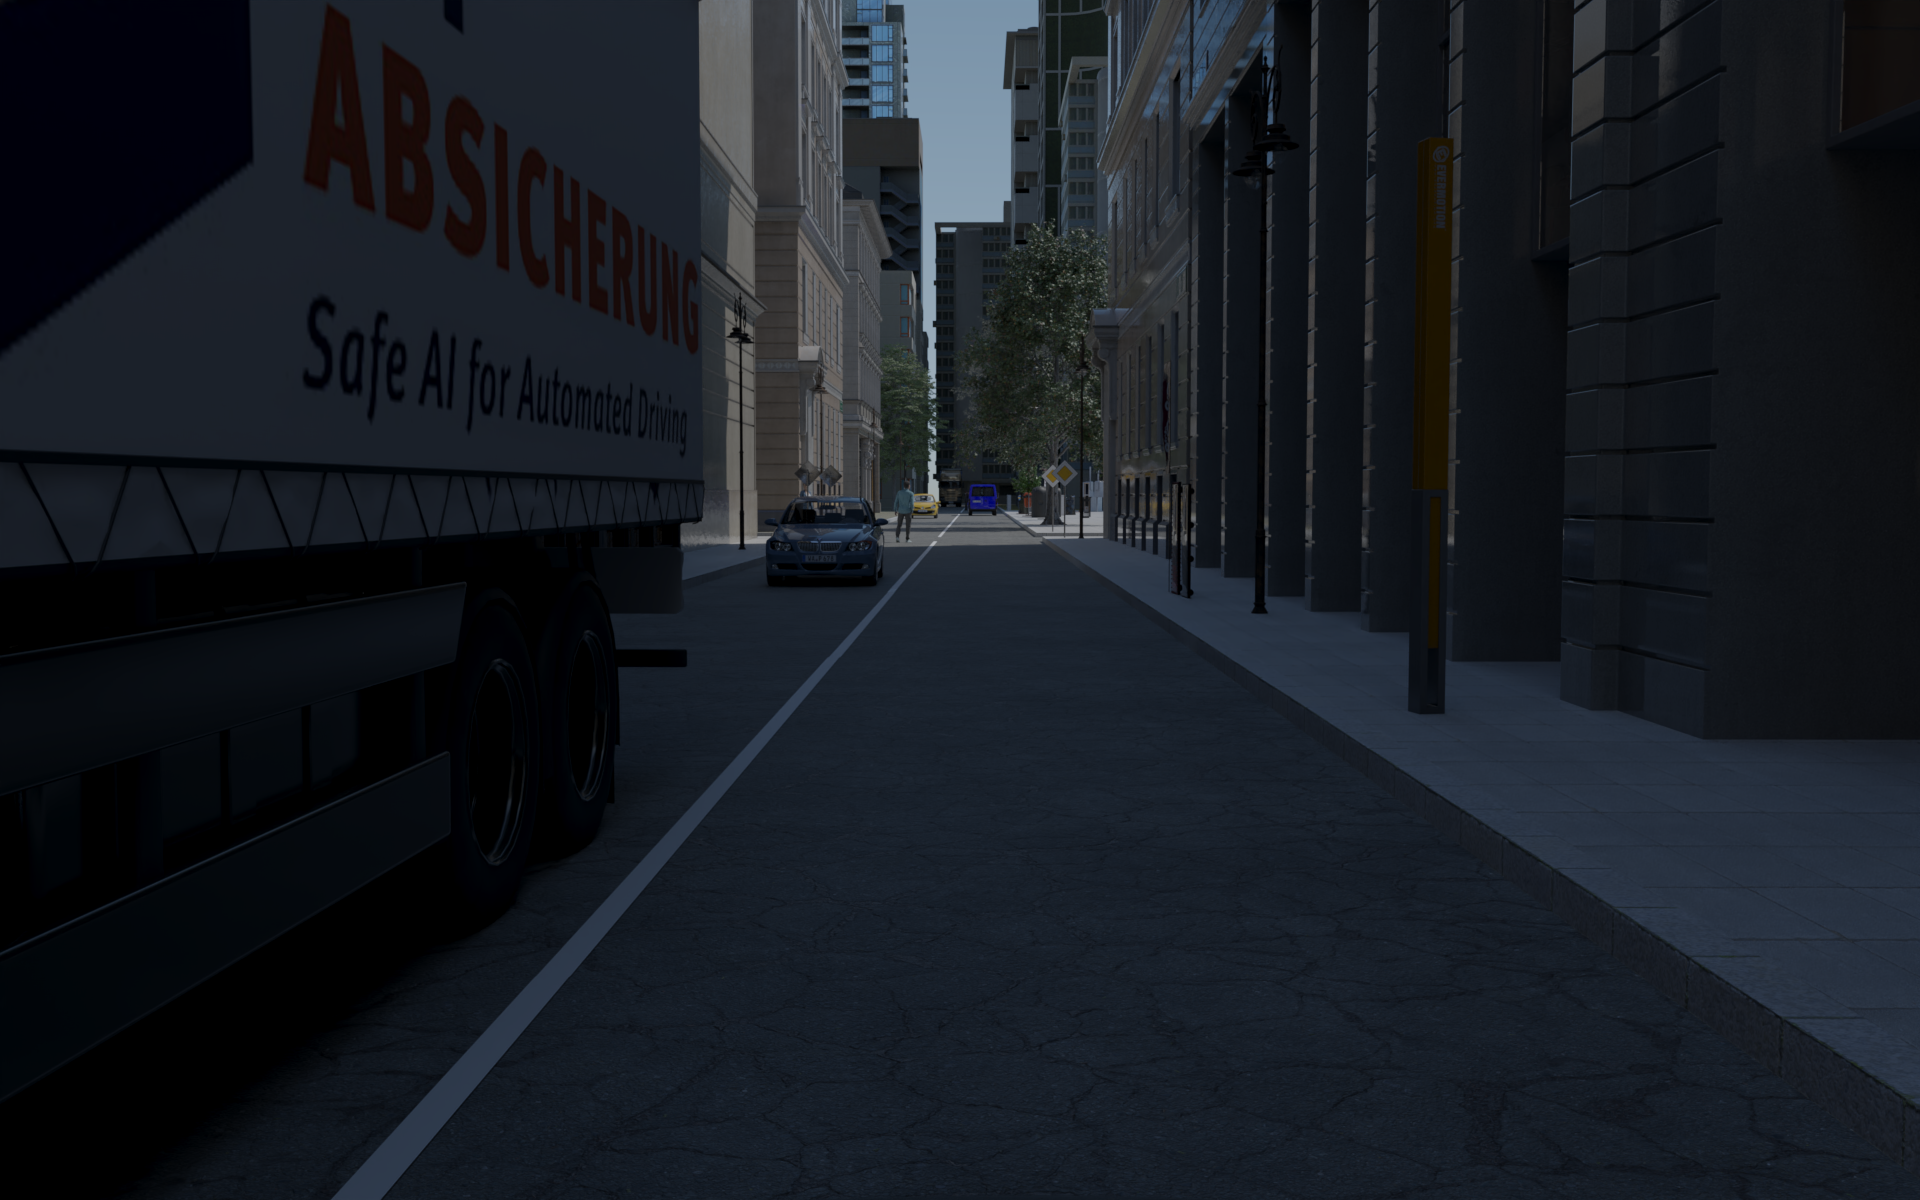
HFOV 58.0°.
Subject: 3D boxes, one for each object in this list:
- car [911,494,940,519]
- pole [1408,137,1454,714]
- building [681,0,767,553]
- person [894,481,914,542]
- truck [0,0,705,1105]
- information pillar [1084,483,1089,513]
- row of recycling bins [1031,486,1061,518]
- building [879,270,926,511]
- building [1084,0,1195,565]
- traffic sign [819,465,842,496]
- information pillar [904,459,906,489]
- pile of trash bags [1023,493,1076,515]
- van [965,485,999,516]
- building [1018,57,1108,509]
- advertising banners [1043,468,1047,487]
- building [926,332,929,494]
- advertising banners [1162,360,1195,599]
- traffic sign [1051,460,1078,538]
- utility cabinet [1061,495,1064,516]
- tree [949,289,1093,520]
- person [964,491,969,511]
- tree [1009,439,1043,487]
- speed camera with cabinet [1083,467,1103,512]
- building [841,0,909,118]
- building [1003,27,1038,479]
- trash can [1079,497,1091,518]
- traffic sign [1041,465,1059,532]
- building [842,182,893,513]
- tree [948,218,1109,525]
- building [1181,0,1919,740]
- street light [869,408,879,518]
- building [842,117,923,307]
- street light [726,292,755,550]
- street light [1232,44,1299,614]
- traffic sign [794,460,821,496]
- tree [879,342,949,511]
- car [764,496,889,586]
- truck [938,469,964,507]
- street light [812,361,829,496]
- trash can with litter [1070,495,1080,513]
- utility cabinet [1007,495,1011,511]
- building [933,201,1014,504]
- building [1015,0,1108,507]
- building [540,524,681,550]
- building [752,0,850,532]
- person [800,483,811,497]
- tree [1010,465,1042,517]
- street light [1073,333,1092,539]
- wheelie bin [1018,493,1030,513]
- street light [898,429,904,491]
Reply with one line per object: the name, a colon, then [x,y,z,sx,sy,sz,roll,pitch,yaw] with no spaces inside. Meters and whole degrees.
car: [-2.166,-5.648,102.575,2.015,1.641,3.980,0,4,0]
pole: [2.738,-0.992,10.067,0.158,3.312,0.155,0,3,0]
building: [-20.183,-12.794,42.469,30.059,22.955,16.112,0,4,1]
person: [-1.675,-2.616,51.291,0.660,1.820,0.620,1,4,17]
truck: [-2.756,-0.903,3.675,2.839,4.237,11.283,0,4,2]
information pillar: [8.468,-6.813,115.881,0.304,2.012,0.304,0,4,-6]
row of recycling bins: [4.714,-5.385,95.153,1.069,1.692,3.534,1,4,20]
building: [-17.392,-18.577,148.765,27.650,21.520,28.899,0,4,1]
building: [10.337,-15.554,40.213,13.634,28.700,20.117,0,4,1]
traffic sign: [-4.394,-3.380,58.906,0.795,2.450,0.064,0,4,1]
information pillar: [-3.691,-7.660,116.590,0.183,3.616,0.504,0,4,6]
pile of trash bags: [5.527,-5.923,106.596,3.447,1.369,1.912,1,4,19]
van: [1.494,-6.815,115.814,2.240,2.365,5.245,0,3,0]
building: [21.276,-27.931,148.549,32.217,40.220,23.993,0,4,1]
advertising banners: [6.080,-7.360,116.522,0.090,3.025,2.074,2,4,30]
building: [-17.428,-20.401,178.599,27.650,21.520,28.899,0,4,1]
advertising banners: [2.768,-1.585,22.099,0.090,3.025,2.074,0,4,-2]
traffic sign: [3.071,-2.886,50.826,0.795,2.450,0.064,0,4,1]
utility cabinet: [5.713,-5.581,102.404,0.306,1.237,1.020,3,5,43]
tree: [4.356,-10.821,87.286,12.009,13.543,11.850,0,3,0]
person: [0.648,-8.648,150.693,0.445,1.727,0.742,-3,5,-44]
tree: [5.038,-11.285,134.865,4.360,8.622,3.978,0,3,0]
speed camera with cabinet: [9.648,-8.069,126.263,0.660,3.252,2.038,2,4,33]
building: [-19.823,-55.940,227.282,31.000,86.520,22.319,0,4,1]
building: [19.357,-37.047,194.953,28.713,52.752,27.495,0,4,1]
trash can: [6.697,-4.956,92.684,0.748,1.137,0.748,0,3,0]
traffic sign: [3.150,-3.374,58.811,0.795,2.450,0.064,0,4,1]
building: [-10.053,-15.135,98.368,10.553,20.767,40.483,0,4,1]
tree: [3.992,-9.484,72.065,9.611,12.733,9.660,0,3,0]
building: [9.332,-14.543,15.276,11.434,29.767,29.804,0,4,1]
street light: [-4.545,-7.262,91.529,0.468,5.910,1.993,0,4,1]
building: [-11.623,-33.782,202.442,14.200,45.320,14.600,0,4,1]
street light: [-5.035,-4.102,39.853,0.468,5.910,1.993,0,4,1]
street light: [3.222,-2.792,18.443,0.468,5.910,1.993,0,4,1]
traffic sign: [-4.473,-2.892,50.921,0.795,2.450,0.064,0,4,1]
tree: [-4.540,-12.953,129.911,7.486,12.596,7.792,0,3,0]
car: [-2.173,-1.018,28.640,2.014,1.417,4.499,0,4,-1]
truck: [-0.992,-12.521,193.634,2.839,4.237,11.283,0,3,0]
street light: [-4.810,-5.340,60.092,0.468,5.910,1.993,0,4,1]
trash can with litter: [8.102,-6.707,120.721,1.678,1.210,2.233,2,4,30]
utility cabinet: [3.773,-7.471,133.317,0.306,1.237,1.020,0,4,-1]
building: [8.450,-33.045,232.166,23.993,40.220,32.217,0,4,1]
building: [16.018,-44.781,170.414,20.563,71.187,20.611,0,4,1]
building: [-11.420,-11.866,23.686,12.332,23.373,15.834,0,4,1]
building: [-11.518,-17.247,67.895,13.634,28.700,20.117,0,4,1]
person: [-5.024,-2.918,56.236,0.581,1.822,0.654,-2,4,-28]
tree: [3.963,-7.081,110.379,1.663,3.219,1.824,0,3,0]
street light: [3.506,-4.715,49.879,0.468,5.910,1.993,0,4,1]
wheelie bin: [4.250,-6.439,113.183,0.980,1.594,0.693,-3,5,-44]
street light: [-4.222,-9.200,123.199,0.468,5.910,1.993,0,4,1]
